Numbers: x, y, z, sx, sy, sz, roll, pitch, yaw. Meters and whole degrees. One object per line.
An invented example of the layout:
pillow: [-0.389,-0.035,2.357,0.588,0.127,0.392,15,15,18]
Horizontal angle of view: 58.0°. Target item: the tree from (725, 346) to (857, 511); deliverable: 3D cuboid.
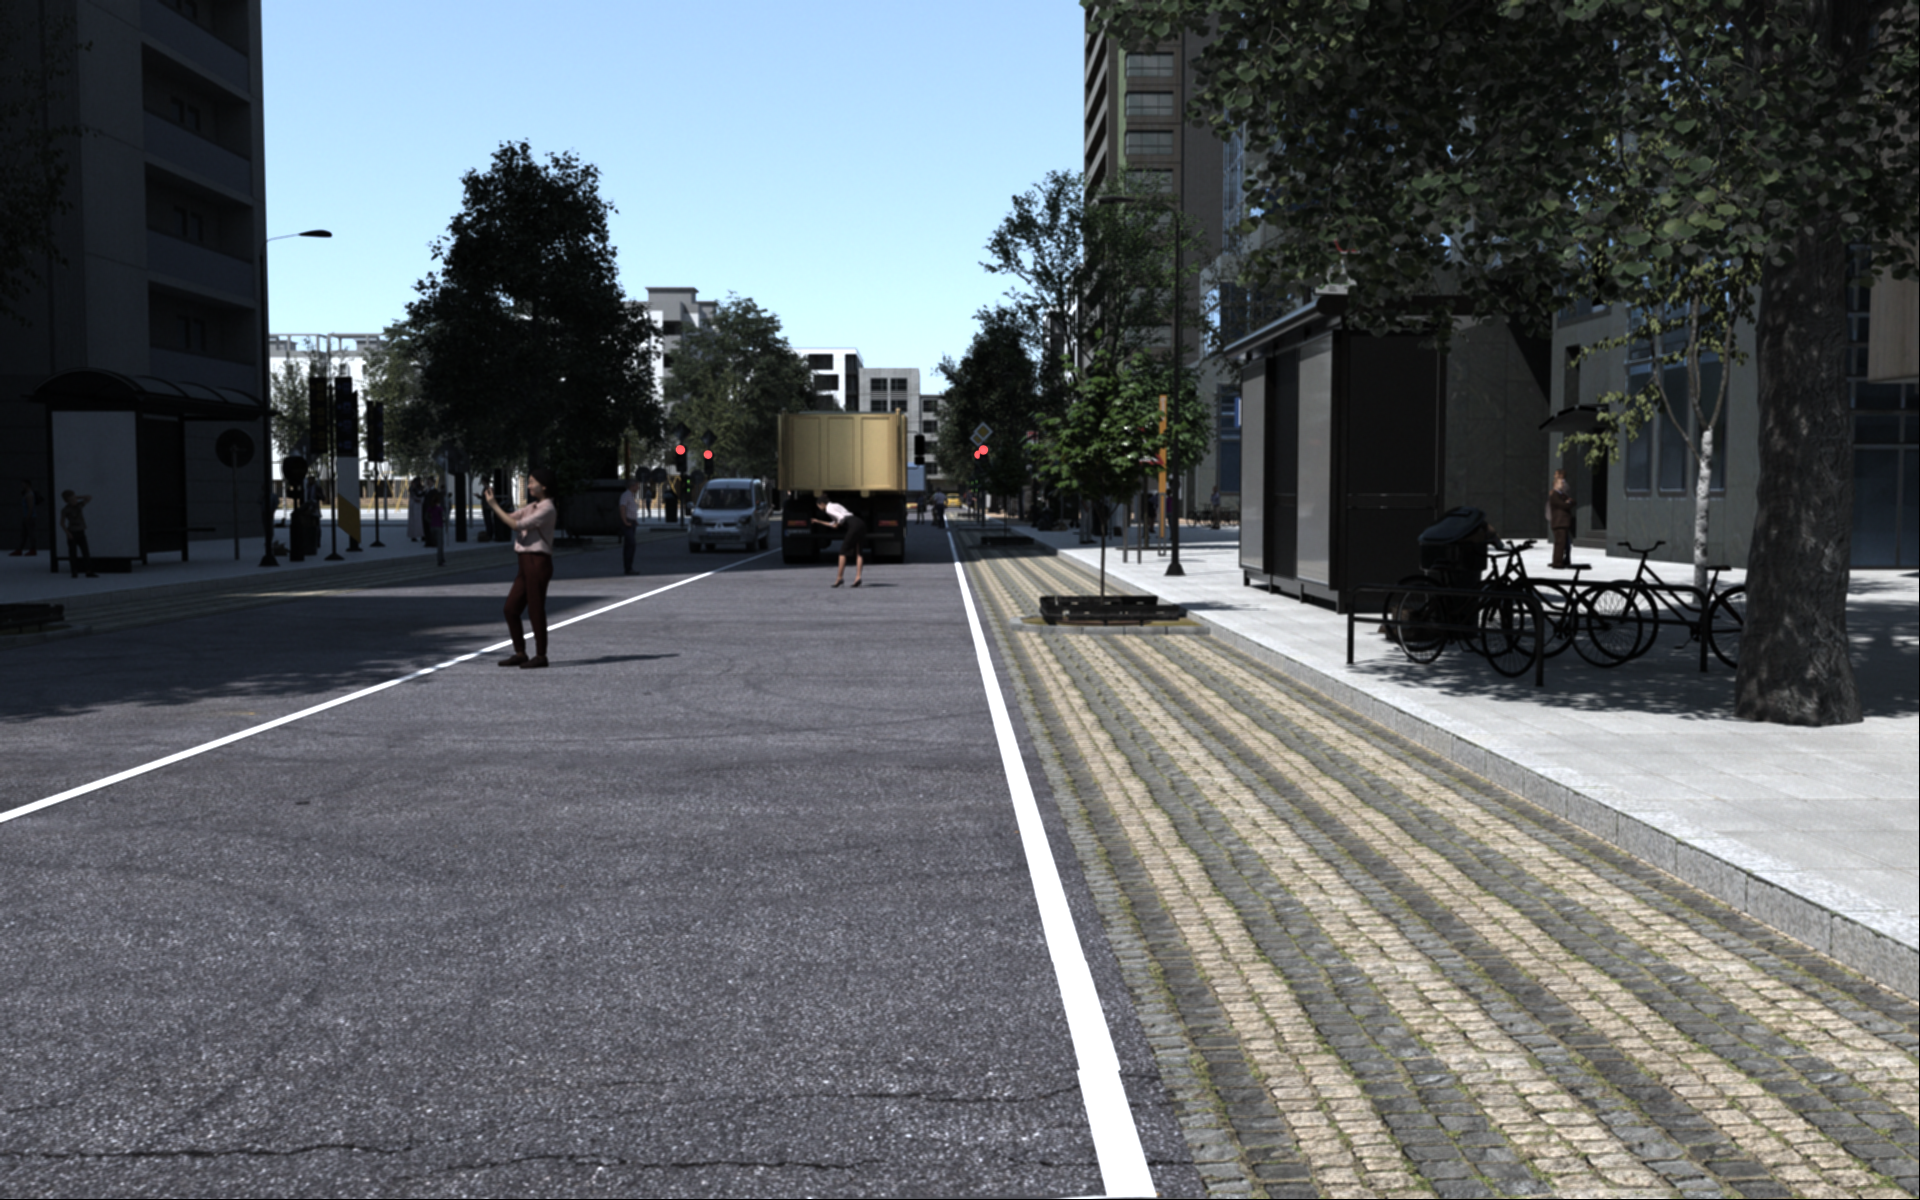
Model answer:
tree: [-13.757,-13.256,133.749,9.611,12.733,9.660,0,3,0]

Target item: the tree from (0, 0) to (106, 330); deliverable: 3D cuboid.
tree: [-13.643,-4.466,23.376,4.360,8.622,3.978,0,3,0]

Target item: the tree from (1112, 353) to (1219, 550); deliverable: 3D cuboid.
tree: [4.315,-3.448,40.087,4.285,4.588,4.351,0,3,0]

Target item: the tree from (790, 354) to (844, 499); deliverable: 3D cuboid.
tree: [-14.137,-14.668,150.198,12.009,13.543,11.850,0,3,0]

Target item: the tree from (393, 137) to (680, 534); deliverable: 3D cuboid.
tree: [-13.740,-8.499,55.959,9.611,12.733,9.660,0,3,0]

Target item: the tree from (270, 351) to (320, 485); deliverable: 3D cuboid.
tree: [-33.864,-8.533,89.874,4.737,8.622,4.395,0,3,0]

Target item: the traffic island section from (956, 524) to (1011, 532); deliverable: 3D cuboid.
traffic island section: [0.919,-2.743,67.136,2.009,0.180,2.903,0,4,-1]

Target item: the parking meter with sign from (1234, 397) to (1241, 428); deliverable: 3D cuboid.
parking meter with sign: [5.563,-2.178,31.871,0.543,3.016,1.738,2,4,26]

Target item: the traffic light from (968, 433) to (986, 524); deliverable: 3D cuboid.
traffic light: [0.777,-5.265,75.006,0.839,4.253,0.868,0,4,-1]

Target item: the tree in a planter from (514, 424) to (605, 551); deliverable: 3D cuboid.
tree in a planter: [-10.142,-2.867,44.094,1.991,3.239,1.994,0,4,-1]

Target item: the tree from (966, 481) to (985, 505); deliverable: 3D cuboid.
tree: [2.261,-13.976,212.215,4.285,4.588,4.351,0,3,0]

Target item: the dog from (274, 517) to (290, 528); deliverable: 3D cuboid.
dog: [-25.808,-2.931,65.663,0.748,0.427,0.550,2,4,28]

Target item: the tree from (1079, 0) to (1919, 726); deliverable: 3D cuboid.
tree: [4.675,-6.291,9.514,9.857,13.997,8.962,0,3,0]

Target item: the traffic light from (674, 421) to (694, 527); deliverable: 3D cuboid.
traffic light: [-10.722,-4.767,66.859,0.839,4.253,0.868,0,4,-1]

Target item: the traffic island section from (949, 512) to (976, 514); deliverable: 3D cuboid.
traffic island section: [0.158,-6.353,126.732,1.991,0.108,1.994,0,4,-1]

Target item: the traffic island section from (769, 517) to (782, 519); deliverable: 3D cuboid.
traffic island section: [-10.856,-4.708,99.847,1.991,0.108,1.994,0,4,-1]

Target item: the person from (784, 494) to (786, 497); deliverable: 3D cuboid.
person: [-23.285,-13.405,225.292,1.350,1.814,0.705,1,4,12]

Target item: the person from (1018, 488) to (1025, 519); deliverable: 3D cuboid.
person: [3.155,-5.111,90.279,0.551,1.740,0.621,2,4,32]

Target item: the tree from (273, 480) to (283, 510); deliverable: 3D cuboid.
tree: [-65.804,-14.710,142.326,18.604,14.587,13.155,-2,4,-28]

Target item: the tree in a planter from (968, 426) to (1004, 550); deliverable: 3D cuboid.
tree in a planter: [1.195,-2.943,45.338,1.991,3.239,1.994,0,4,-1]

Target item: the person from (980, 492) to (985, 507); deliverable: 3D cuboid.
person: [2.032,-9.325,158.373,0.709,1.838,0.599,0,4,-4]

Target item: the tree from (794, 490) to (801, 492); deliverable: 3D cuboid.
tree: [-14.485,-11.439,170.736,4.285,4.588,4.351,0,3,0]

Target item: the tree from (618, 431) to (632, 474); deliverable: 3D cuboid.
tree: [-24.554,-10.032,114.380,4.360,8.622,3.978,0,3,0]

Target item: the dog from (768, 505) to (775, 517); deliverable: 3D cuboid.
dog: [-11.158,-5.175,101.453,0.513,0.831,0.800,-1,4,-23]

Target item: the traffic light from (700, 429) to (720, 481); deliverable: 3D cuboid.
traffic light: [-10.823,-5.255,74.843,0.839,4.253,0.868,0,4,-1]

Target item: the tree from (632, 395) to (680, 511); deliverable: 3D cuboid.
tree: [-22.313,-10.592,123.540,4.360,8.622,3.978,0,3,0]

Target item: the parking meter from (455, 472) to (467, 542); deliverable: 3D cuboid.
parking meter: [-13.377,-2.489,46.403,0.255,1.863,0.399,-1,4,-9]

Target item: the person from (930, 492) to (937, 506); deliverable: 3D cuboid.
person: [-2.046,-8.874,153.580,1.348,1.826,0.705,-2,4,-28]

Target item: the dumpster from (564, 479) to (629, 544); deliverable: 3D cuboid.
dumpster: [-10.418,-2.546,49.837,1.865,1.857,1.264,0,4,-1]

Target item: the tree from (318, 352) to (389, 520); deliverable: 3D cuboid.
tree: [-28.584,-8.302,86.108,4.737,8.622,4.395,0,3,0]

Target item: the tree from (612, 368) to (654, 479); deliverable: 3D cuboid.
tree: [-18.778,-8.973,97.071,4.737,8.622,4.395,0,3,0]

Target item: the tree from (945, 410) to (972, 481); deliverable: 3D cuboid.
tree: [1.907,-15.039,164.008,7.486,12.596,7.792,0,3,0]

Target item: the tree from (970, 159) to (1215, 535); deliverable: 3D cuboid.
tree: [4.188,-7.900,54.918,9.928,11.665,9.643,0,3,0]

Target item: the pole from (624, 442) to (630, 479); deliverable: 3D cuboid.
pole: [-12.370,-4.320,64.467,0.158,3.312,0.155,0,3,0]

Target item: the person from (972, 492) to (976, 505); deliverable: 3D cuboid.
person: [1.585,-11.805,199.717,0.551,1.740,0.621,-2,4,-29]

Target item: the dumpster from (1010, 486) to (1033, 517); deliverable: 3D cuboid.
dumpster: [3.475,-5.582,97.022,1.264,1.857,1.865,0,4,-1]

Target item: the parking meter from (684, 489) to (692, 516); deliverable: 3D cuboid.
parking meter: [-15.845,-5.816,100.795,0.399,1.863,0.255,1,4,9]

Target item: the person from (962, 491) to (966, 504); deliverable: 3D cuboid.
person: [0.645,-13.692,232.306,0.705,1.831,1.348,-1,4,-19]

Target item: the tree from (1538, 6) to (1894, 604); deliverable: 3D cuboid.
tree: [8.696,-4.271,20.186,4.737,8.622,4.395,0,3,0]

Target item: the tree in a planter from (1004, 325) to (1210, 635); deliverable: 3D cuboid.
tree in a planter: [1.527,-1.295,18.396,1.991,3.239,1.994,0,4,-1]

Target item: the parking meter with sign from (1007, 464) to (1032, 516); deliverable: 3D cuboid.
parking meter with sign: [3.461,-6.463,101.935,0.543,3.016,1.738,-3,5,-41]

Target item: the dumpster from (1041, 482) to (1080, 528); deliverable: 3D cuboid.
dumpster: [3.854,-3.844,65.345,1.502,2.255,1.985,0,4,-1]

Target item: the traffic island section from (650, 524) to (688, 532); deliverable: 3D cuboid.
traffic island section: [-10.762,-2.735,66.993,2.009,0.180,2.903,0,4,-1]

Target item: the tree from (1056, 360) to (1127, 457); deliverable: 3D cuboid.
tree: [8.067,-8.777,93.863,4.737,8.622,4.395,0,3,0]

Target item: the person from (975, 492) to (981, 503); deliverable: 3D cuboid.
person: [1.802,-9.016,154.249,1.217,1.735,0.721,0,4,-5]

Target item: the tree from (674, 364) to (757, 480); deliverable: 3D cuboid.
tree: [-13.584,-8.972,97.049,4.737,8.622,4.395,0,3,0]

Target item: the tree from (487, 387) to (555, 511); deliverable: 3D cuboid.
tree: [-23.694,-8.680,92.282,4.360,8.622,3.978,0,3,0]

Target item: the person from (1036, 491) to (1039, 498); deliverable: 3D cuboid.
person: [8.525,-10.997,187.305,0.593,1.643,0.415,1,4,14]

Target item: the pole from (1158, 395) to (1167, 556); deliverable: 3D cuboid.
pole: [4.180,-2.563,35.746,0.158,3.312,0.155,0,3,0]

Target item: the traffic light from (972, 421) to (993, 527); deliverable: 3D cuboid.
traffic light: [0.879,-4.777,67.022,0.839,4.253,0.868,0,4,-1]

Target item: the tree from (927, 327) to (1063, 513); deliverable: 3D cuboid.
tree: [2.337,-12.255,117.380,9.611,12.733,9.660,0,3,0]

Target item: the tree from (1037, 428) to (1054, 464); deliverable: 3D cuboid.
tree: [6.533,-9.208,100.906,4.737,8.622,4.395,0,3,0]

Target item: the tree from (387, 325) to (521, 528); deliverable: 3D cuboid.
tree: [-18.143,-7.003,64.867,4.737,8.622,4.395,0,3,0]

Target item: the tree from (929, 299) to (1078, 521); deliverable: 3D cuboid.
tree: [2.686,-9.092,83.072,7.601,10.594,8.767,2,4,27]
